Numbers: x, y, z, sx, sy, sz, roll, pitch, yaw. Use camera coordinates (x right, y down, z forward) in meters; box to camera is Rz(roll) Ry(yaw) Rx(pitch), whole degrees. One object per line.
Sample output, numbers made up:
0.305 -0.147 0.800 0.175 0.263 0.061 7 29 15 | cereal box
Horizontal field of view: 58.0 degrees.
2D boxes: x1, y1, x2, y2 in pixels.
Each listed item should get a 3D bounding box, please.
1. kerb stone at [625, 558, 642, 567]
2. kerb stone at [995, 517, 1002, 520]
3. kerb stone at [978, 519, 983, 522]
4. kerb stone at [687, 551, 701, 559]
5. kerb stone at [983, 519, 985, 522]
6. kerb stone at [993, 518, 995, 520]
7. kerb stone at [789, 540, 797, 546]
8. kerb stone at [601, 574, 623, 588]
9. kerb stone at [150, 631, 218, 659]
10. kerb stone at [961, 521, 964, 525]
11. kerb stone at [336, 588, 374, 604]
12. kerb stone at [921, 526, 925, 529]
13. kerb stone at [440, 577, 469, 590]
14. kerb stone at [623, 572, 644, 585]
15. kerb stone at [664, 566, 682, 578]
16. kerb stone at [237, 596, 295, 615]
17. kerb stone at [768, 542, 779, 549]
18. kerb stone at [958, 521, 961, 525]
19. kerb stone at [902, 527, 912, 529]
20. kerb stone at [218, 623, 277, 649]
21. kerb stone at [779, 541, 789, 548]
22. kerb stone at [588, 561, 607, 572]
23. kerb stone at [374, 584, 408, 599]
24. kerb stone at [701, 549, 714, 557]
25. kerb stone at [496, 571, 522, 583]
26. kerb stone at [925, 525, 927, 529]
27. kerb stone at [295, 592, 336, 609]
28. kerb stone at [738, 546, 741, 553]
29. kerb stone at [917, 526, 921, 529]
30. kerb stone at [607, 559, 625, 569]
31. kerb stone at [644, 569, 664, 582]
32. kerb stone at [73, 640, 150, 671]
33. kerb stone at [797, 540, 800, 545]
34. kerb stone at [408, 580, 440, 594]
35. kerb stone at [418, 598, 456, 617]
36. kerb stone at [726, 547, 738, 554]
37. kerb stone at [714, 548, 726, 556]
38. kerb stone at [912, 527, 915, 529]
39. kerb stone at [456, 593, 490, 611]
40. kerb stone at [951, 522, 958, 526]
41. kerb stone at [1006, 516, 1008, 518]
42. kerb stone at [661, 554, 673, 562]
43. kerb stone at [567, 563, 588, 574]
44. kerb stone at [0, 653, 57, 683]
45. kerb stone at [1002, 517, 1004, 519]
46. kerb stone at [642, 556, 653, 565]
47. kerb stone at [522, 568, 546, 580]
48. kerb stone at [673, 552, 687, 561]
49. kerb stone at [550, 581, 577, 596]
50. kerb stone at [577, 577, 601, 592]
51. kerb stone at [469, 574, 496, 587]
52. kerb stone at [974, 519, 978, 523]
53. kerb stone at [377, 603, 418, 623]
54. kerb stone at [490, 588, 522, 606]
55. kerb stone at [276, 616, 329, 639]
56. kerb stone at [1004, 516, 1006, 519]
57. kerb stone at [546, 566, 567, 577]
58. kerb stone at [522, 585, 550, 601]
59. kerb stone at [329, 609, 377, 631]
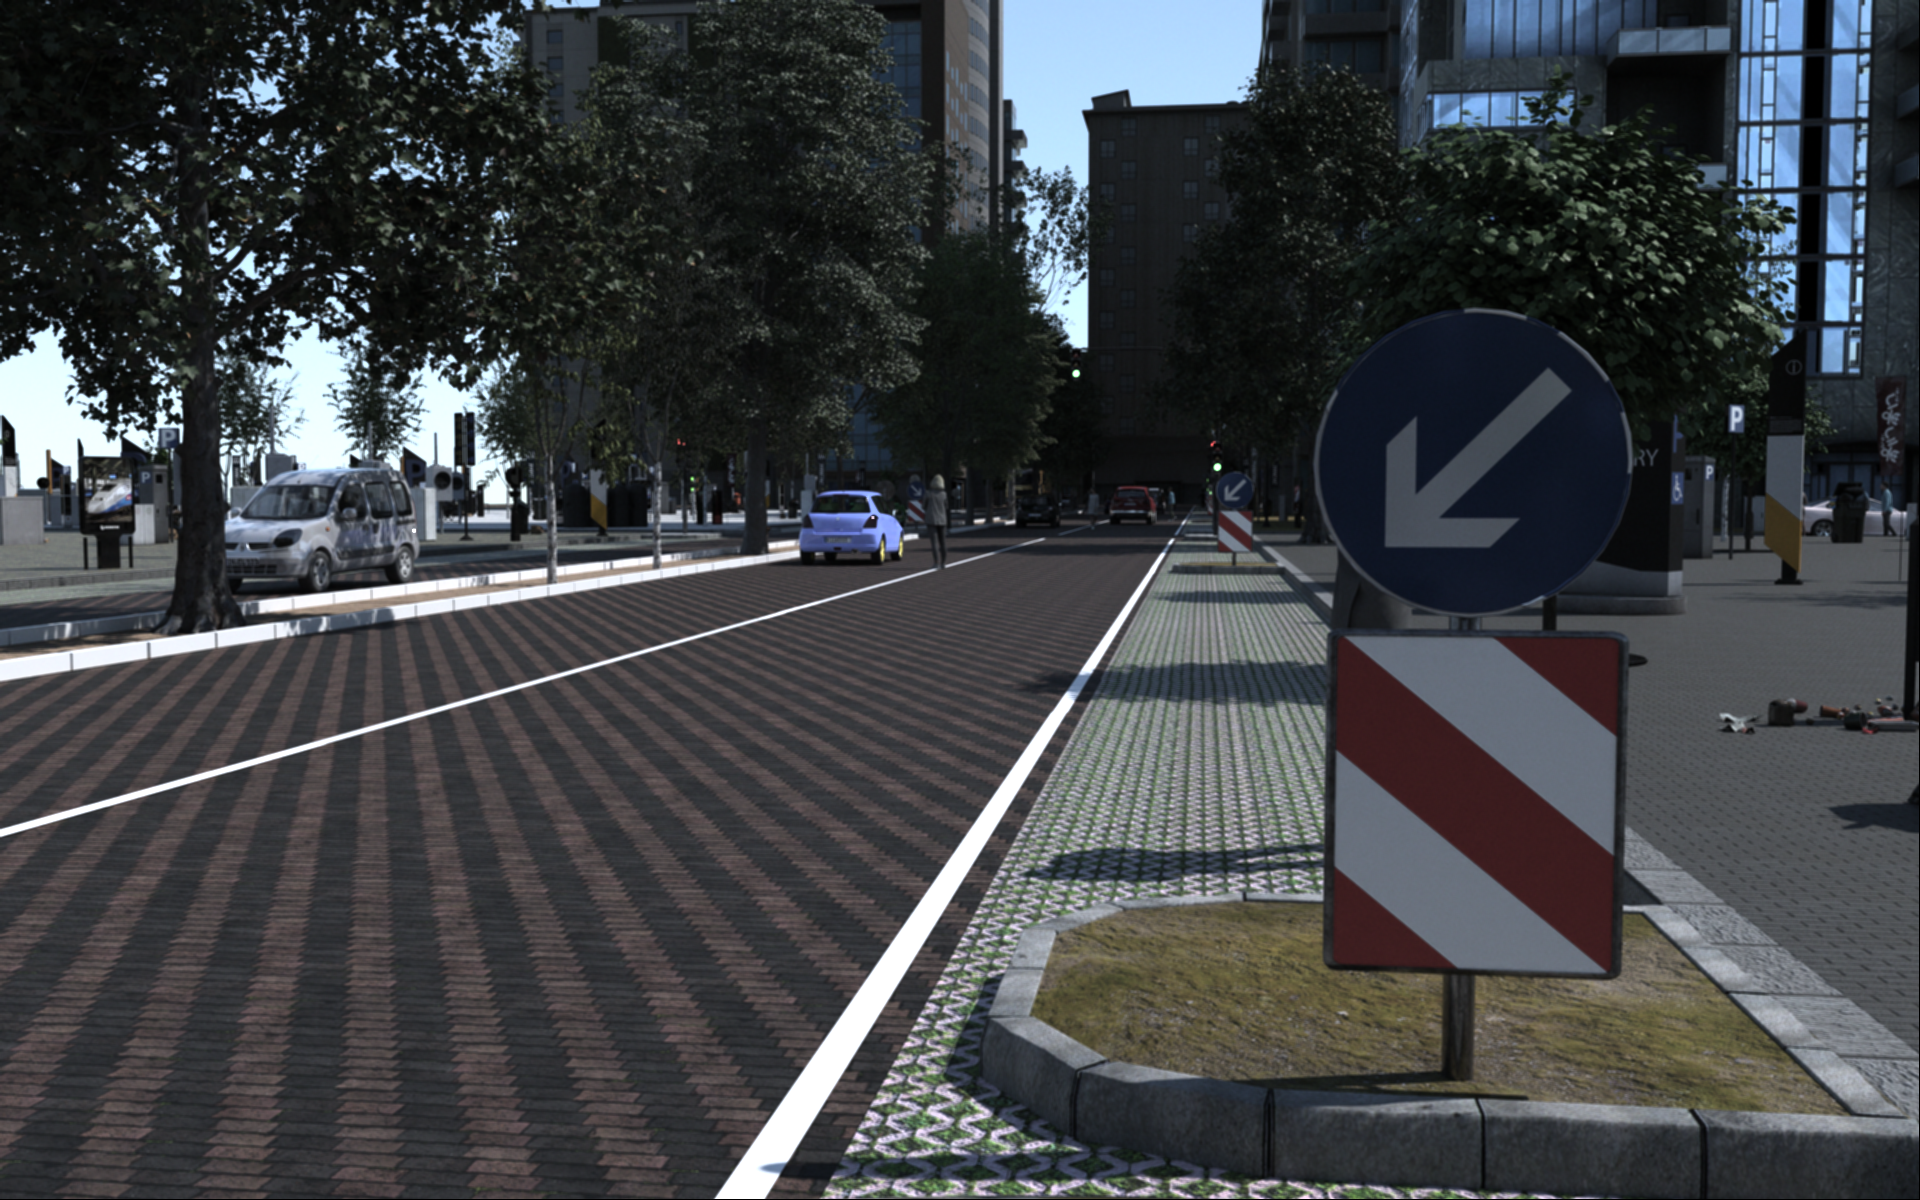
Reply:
-6.537 -0.730 34.137 0.120 0.150 1.000 0 4 8 | kerb stone
2.069 -4.485 95.532 0.120 0.150 1.000 0 4 8 | kerb stone
0.926 -3.987 87.411 0.120 0.150 1.000 0 4 8 | kerb stone
-5.966 -0.976 38.199 0.120 0.150 1.000 0 4 8 | kerb stone
1.066 -4.051 88.424 0.120 0.150 1.000 0 4 8 | kerb stone
1.636 -4.297 92.476 0.120 0.150 1.000 0 4 8 | kerb stone
-4.686 -1.537 47.328 0.120 0.150 1.000 0 4 8 | kerb stone
-5.454 -0.276 26.707 0.120 0.150 1.000 0 4 8 | kerb stone
-7.016 0.410 15.530 0.120 0.150 1.000 0 4 8 | kerb stone
-0.061 -3.546 80.317 0.120 0.150 1.000 0 4 8 | kerb stone
-8.099 -0.046 22.951 0.120 0.150 1.000 0 4 8 | kerb stone
-1.625 -2.873 69.172 0.120 0.150 1.000 0 4 8 | kerb stone
-7.674 -0.232 25.990 0.120 0.150 1.000 0 4 8 | kerb stone
-5.311 -0.338 27.719 0.120 0.150 1.000 0 4 8 | kerb stone
-5.027 -0.462 29.750 0.120 0.150 1.000 0 4 8 | kerb stone
-8.380 0.079 20.927 0.120 0.150 1.000 0 4 8 | kerb stone
-4.974 -1.413 45.297 0.120 0.150 1.000 0 4 8 | kerb stone
-0.207 -3.493 79.303 0.120 0.150 1.000 0 4 8 | kerb stone
-2.052 -2.686 66.106 0.120 0.150 1.000 0 4 8 | kerb stone
-6.870 0.346 16.546 0.120 0.150 1.000 0 4 8 | kerb stone
-4.826 -1.475 46.310 0.120 0.150 1.000 0 4 8 | kerb stone
-6.822 -0.605 32.086 0.120 0.150 1.000 0 4 8 | kerb stone
-7.954 -0.106 23.963 0.120 0.150 1.000 0 4 8 | kerb stone
-5.821 -1.041 39.213 0.120 0.150 1.000 0 4 8 | kerb stone
-7.389 -0.357 28.028 0.120 0.150 1.000 0 4 8 | kerb stone
-1.486 -2.932 70.187 0.120 0.150 1.000 0 4 8 | kerb stone
-8.239 0.016 21.939 0.120 0.150 1.000 0 4 8 | kerb stone
-5.391 -1.219 42.252 0.120 0.150 1.000 0 4 8 | kerb stone
-1.771 -2.808 68.158 0.120 0.150 1.000 0 4 8 | kerb stone
-6.671 -0.665 33.116 0.120 0.150 1.000 0 4 8 | kerb stone
-5.171 -0.397 28.732 0.120 0.150 1.000 0 4 8 | kerb stone
-7.160 0.471 14.497 0.120 0.150 1.000 0 4 8 | kerb stone
-4.542 -1.598 48.344 0.120 0.150 1.000 0 4 8 | kerb stone
-7.815 -0.170 24.978 0.120 0.150 1.000 0 4 8 | kerb stone
-6.304 0.098 20.622 0.120 0.150 1.000 0 4 8 | kerb stone
-5.541 -1.164 41.240 0.120 0.150 1.000 0 4 8 | kerb stone
-5.679 -1.103 40.228 0.120 0.150 1.000 0 4 8 | kerb stone
-1.913 -2.747 67.135 0.120 0.150 1.000 0 4 8 | kerb stone
-6.159 0.034 21.633 0.120 0.150 1.000 0 4 8 | kerb stone
-0.351 -3.428 78.289 0.120 0.150 1.000 0 4 8 | kerb stone
2.486 -4.673 98.593 0.120 0.150 1.000 0 4 8 | kerb stone
-6.248 -0.853 36.165 0.120 0.150 1.000 0 4 8 | kerb stone
-6.955 -0.543 31.070 0.120 0.150 1.000 0 4 8 | kerb stone
-7.304 0.533 13.485 0.120 0.150 1.000 0 4 8 | kerb stone
2.199 -4.547 96.546 0.120 0.150 1.000 0 4 8 | kerb stone
-6.393 -0.787 35.153 0.120 0.150 1.000 0 4 8 | kerb stone
-7.239 -0.419 29.046 0.120 0.150 1.000 0 4 8 | kerb stone
-6.113 -0.917 37.181 0.120 0.150 1.000 0 4 8 | kerb stone
-5.732 -0.150 24.680 0.120 0.150 1.000 0 4 8 | kerb stone
-5.594 -0.214 25.694 0.120 0.150 1.000 0 4 8 | kerb stone
-7.533 -0.294 27.002 0.120 0.150 1.000 0 4 8 | kerb stone
0.643 -3.861 85.386 0.120 0.150 1.000 0 4 8 | kerb stone
-6.448 0.158 19.608 0.120 0.150 1.000 0 4 8 | kerb stone
-6.018 -0.023 22.654 0.120 0.150 1.000 0 4 8 | kerb stone
-6.732 0.283 17.571 0.120 0.150 1.000 0 4 8 | kerb stone
2.349 -4.607 97.571 0.120 0.150 1.000 0 4 8 | kerb stone
-7.100 -0.481 30.058 0.120 0.150 1.000 0 4 8 | kerb stone
-5.879 -0.090 23.669 0.120 0.150 1.000 0 4 8 | kerb stone
-6.584 0.227 18.591 0.120 0.150 1.000 0 4 8 | kerb stone
